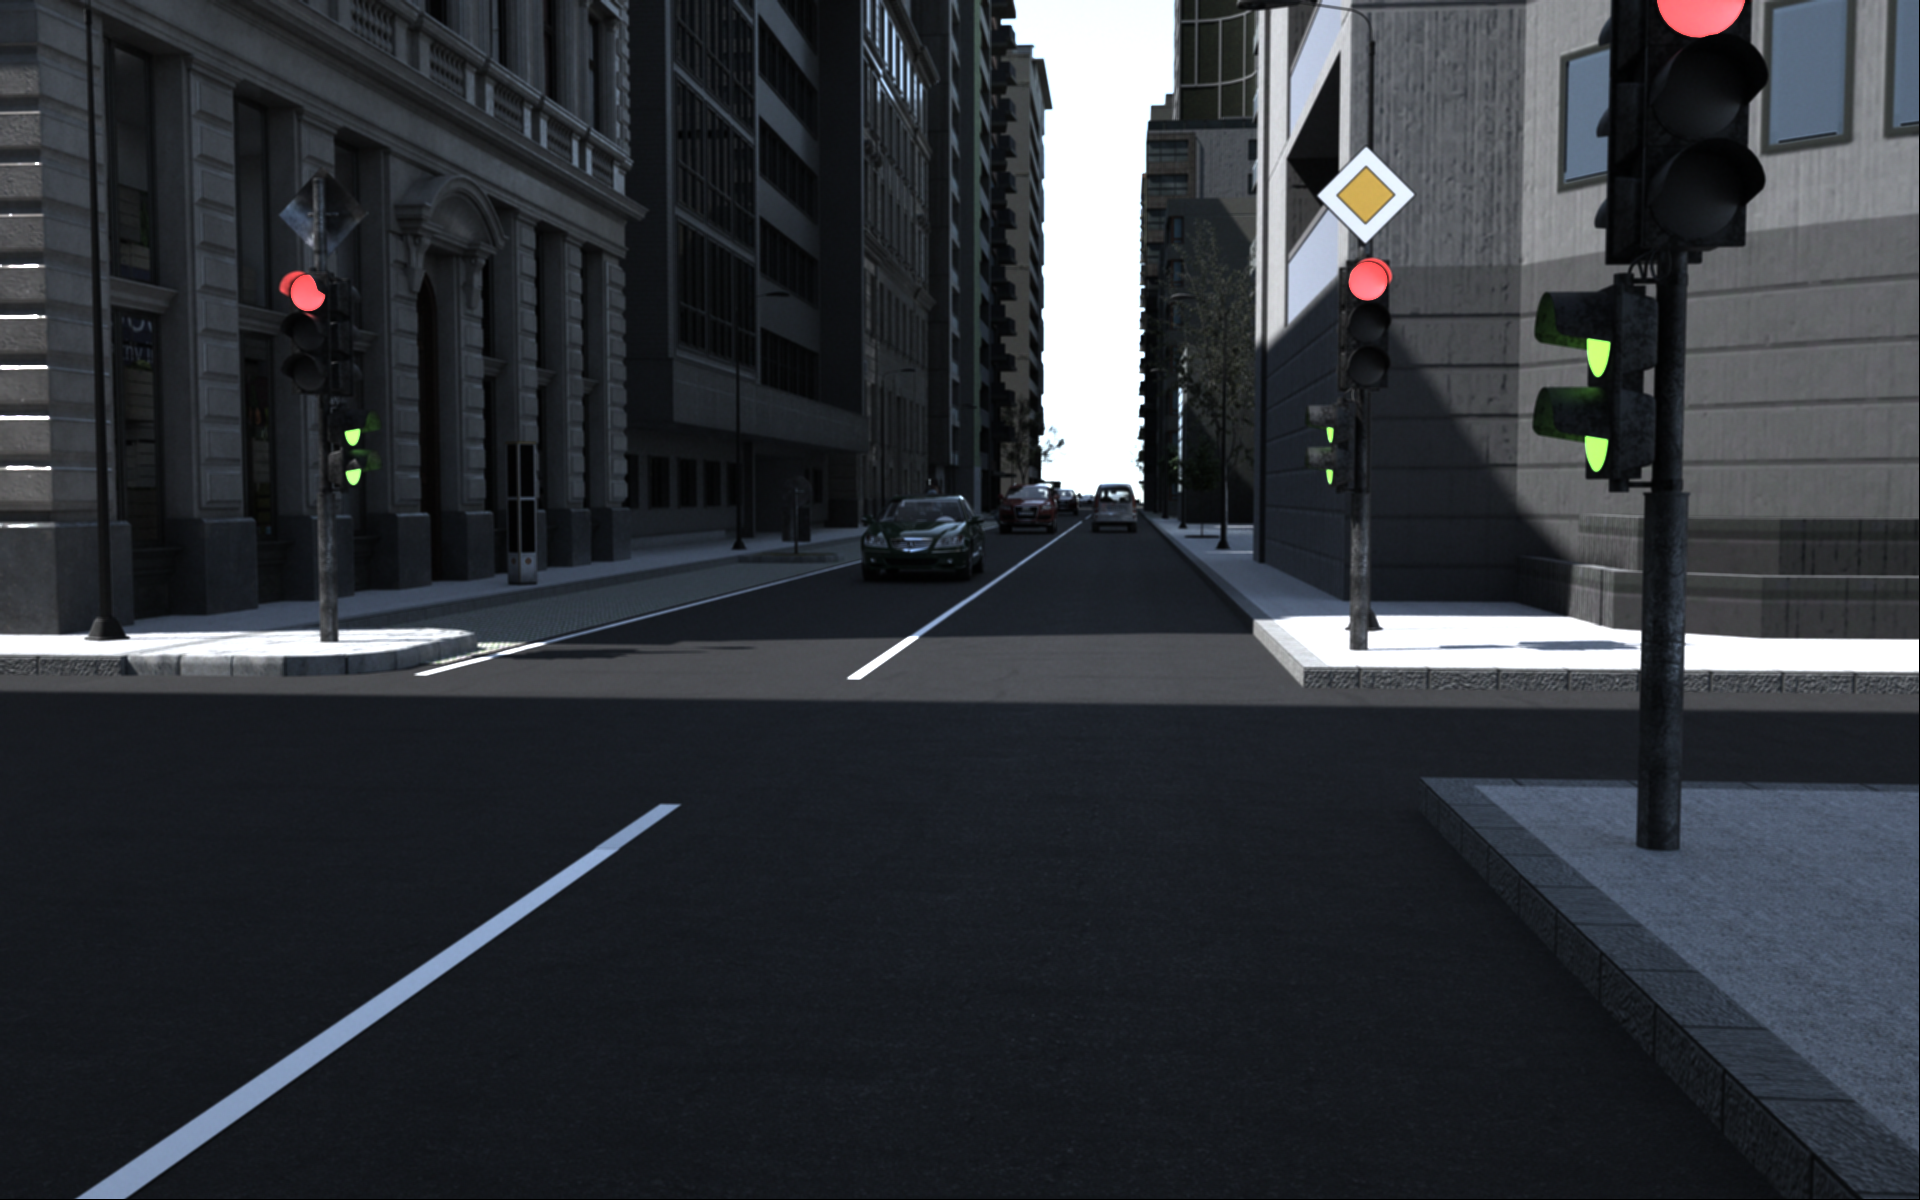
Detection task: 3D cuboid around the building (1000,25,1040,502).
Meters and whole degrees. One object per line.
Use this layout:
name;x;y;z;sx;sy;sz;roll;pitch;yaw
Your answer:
building;-2.694;-34.313;184.719;21.300;48.544;21.600;0;4;5

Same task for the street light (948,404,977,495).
street light;0.222;-7.278;91.540;1.470;5.913;1.316;0;4;5

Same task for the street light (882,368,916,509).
street light;-2.317;-5.604;64.164;1.470;5.913;1.316;0;4;5

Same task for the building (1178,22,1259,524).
building;20.452;-46.118;66.693;22.319;86.520;31.000;0;4;5

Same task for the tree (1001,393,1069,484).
tree;5.990;-13.736;158.989;8.767;10.594;7.601;1;4;9

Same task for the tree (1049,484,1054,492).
tree;13.608;-15.582;249.369;1.663;3.219;1.824;0;3;0

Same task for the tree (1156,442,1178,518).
tree;12.398;-6.820;95.214;4.285;4.588;4.351;0;3;0

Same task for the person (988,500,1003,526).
person;1.761;-3.949;78.559;1.012;1.151;0.738;-2;4;-27

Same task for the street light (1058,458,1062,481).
street light;12.381;-15.283;222.418;1.470;5.913;1.316;0;4;5

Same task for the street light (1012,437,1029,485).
street light;4.788;-10.285;140.698;1.470;5.913;1.316;0;4;5

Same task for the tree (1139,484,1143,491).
tree;19.147;-11.103;176.138;1.663;3.219;1.824;0;3;0

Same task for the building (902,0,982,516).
building;-6.346;-25.293;97.128;14.154;41.232;14.086;0;4;5

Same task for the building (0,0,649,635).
building;-12.099;-11.974;24.652;11.050;23.489;19.941;0;4;5

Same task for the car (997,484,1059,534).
car;2.567;-3.405;64.347;2.281;1.827;5.304;0;4;5

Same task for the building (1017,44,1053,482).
building;-3.635;-37.947;209.666;28.713;52.752;27.495;0;4;5

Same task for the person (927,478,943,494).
person;-0.543;-1.936;40.240;0.616;1.811;0.778;-3;4;-38

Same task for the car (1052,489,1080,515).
car;7.100;-6.752;119.070;2.281;1.827;5.304;0;4;4

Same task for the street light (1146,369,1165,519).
street light;7.770;-5.619;64.411;1.470;5.913;1.316;0;4;5

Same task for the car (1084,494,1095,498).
car;16.702;-13.000;224.349;2.131;1.459;4.920;0;4;5

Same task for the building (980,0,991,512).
building;-9.374;-30.075;115.424;21.300;48.544;21.600;0;4;5

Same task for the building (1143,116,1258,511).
building;21.585;-22.315;136.558;14.160;30.474;14.107;0;4;5

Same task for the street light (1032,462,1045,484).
street light;7.872;-12.329;174.123;1.470;5.913;1.316;0;4;5

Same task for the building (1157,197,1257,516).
building;27.246;-16.496;114.750;27.650;21.520;28.899;0;4;5

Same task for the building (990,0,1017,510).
building;-6.856;-29.732;140.746;22.147;44.769;28.867;0;4;5

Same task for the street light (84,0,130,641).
street light;-6.997;-2.601;15.065;1.470;5.913;1.316;0;4;5

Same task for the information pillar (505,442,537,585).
information pillar;-6.195;-1.222;24.475;0.304;2.012;0.304;3;5;41

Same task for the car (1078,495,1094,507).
car;14.294;-11.204;195.548;2.083;1.381;4.827;0;4;5

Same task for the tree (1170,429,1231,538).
tree;7.149;-3.459;51.161;1.663;3.219;1.824;0;3;0

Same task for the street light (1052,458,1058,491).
street light;10.191;-13.810;198.329;1.470;5.913;1.316;0;4;5

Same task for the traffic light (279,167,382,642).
traffic light;-5.464;-1.591;14.930;0.839;4.253;0.868;0;4;5

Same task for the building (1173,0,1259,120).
building;27.061;-43.667;152.208;20.563;71.187;20.611;0;4;5

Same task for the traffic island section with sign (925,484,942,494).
traffic island section with sign;-0.955;-3.375;63.804;1.989;1.847;2.006;0;4;5

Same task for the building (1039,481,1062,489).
building;-2.393;-33.264;235.740;32.217;40.220;23.993;0;4;5

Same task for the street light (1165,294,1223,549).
street light;5.604;-4.145;40.320;1.470;5.913;1.316;0;4;5

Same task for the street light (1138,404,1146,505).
street light;10.311;-7.293;91.784;1.470;5.913;1.316;0;4;5

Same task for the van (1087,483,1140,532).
van;5.878;-3.618;66.160;2.013;2.044;4.112;0;4;3

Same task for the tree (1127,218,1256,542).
tree;6.959;-5.840;45.851;4.360;8.622;3.978;0;3;0

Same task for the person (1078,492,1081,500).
person;17.047;-14.528;246.697;0.551;1.740;0.621;-3;5;-42

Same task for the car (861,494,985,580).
car;-0.586;-1.132;30.303;2.131;1.459;4.920;0;4;5

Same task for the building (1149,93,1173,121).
building;33.019;-35.593;205.647;21.300;48.544;21.600;0;4;5

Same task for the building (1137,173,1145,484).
building;34.920;-35.245;230.882;22.147;44.769;28.867;0;4;5

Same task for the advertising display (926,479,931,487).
advertising display;-1.374;-4.333;76.065;0.123;1.923;0.974;0;4;4

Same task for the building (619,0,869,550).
building;-11.783;-14.127;50.051;14.314;24.678;30.058;0;4;5

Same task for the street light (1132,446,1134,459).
street light;14.994;-10.310;141.113;1.470;5.913;1.316;0;4;5

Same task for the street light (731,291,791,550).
street light;-4.572;-4.116;39.833;1.470;5.913;1.316;0;4;5

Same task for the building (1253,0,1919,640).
building;18.951;-29.366;22.138;28.212;58.520;21.231;0;4;5

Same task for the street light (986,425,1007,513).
street light;2.472;-8.812;116.621;1.470;5.913;1.316;0;4;5

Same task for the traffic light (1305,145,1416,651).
traffic light;3.261;-1.542;14.136;0.839;4.253;0.868;0;4;5

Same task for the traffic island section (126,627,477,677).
traffic island section;-5.503;0.441;15.069;2.009;0.180;2.903;0;4;5

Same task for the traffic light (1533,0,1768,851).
traffic light;2.520;-1.056;6.186;0.839;4.253;0.868;0;4;5

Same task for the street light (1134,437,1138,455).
street light;12.655;-8.814;116.650;1.470;5.913;1.316;0;4;5

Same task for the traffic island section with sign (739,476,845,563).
traffic island section with sign;-3.496;-1.711;36.598;1.989;1.847;2.006;0;4;5

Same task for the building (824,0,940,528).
building;-8.349;-17.128;77.300;12.463;27.353;25.104;0;4;5

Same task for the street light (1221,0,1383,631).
street light;3.277;-2.673;16.243;1.470;5.913;1.316;0;4;5
